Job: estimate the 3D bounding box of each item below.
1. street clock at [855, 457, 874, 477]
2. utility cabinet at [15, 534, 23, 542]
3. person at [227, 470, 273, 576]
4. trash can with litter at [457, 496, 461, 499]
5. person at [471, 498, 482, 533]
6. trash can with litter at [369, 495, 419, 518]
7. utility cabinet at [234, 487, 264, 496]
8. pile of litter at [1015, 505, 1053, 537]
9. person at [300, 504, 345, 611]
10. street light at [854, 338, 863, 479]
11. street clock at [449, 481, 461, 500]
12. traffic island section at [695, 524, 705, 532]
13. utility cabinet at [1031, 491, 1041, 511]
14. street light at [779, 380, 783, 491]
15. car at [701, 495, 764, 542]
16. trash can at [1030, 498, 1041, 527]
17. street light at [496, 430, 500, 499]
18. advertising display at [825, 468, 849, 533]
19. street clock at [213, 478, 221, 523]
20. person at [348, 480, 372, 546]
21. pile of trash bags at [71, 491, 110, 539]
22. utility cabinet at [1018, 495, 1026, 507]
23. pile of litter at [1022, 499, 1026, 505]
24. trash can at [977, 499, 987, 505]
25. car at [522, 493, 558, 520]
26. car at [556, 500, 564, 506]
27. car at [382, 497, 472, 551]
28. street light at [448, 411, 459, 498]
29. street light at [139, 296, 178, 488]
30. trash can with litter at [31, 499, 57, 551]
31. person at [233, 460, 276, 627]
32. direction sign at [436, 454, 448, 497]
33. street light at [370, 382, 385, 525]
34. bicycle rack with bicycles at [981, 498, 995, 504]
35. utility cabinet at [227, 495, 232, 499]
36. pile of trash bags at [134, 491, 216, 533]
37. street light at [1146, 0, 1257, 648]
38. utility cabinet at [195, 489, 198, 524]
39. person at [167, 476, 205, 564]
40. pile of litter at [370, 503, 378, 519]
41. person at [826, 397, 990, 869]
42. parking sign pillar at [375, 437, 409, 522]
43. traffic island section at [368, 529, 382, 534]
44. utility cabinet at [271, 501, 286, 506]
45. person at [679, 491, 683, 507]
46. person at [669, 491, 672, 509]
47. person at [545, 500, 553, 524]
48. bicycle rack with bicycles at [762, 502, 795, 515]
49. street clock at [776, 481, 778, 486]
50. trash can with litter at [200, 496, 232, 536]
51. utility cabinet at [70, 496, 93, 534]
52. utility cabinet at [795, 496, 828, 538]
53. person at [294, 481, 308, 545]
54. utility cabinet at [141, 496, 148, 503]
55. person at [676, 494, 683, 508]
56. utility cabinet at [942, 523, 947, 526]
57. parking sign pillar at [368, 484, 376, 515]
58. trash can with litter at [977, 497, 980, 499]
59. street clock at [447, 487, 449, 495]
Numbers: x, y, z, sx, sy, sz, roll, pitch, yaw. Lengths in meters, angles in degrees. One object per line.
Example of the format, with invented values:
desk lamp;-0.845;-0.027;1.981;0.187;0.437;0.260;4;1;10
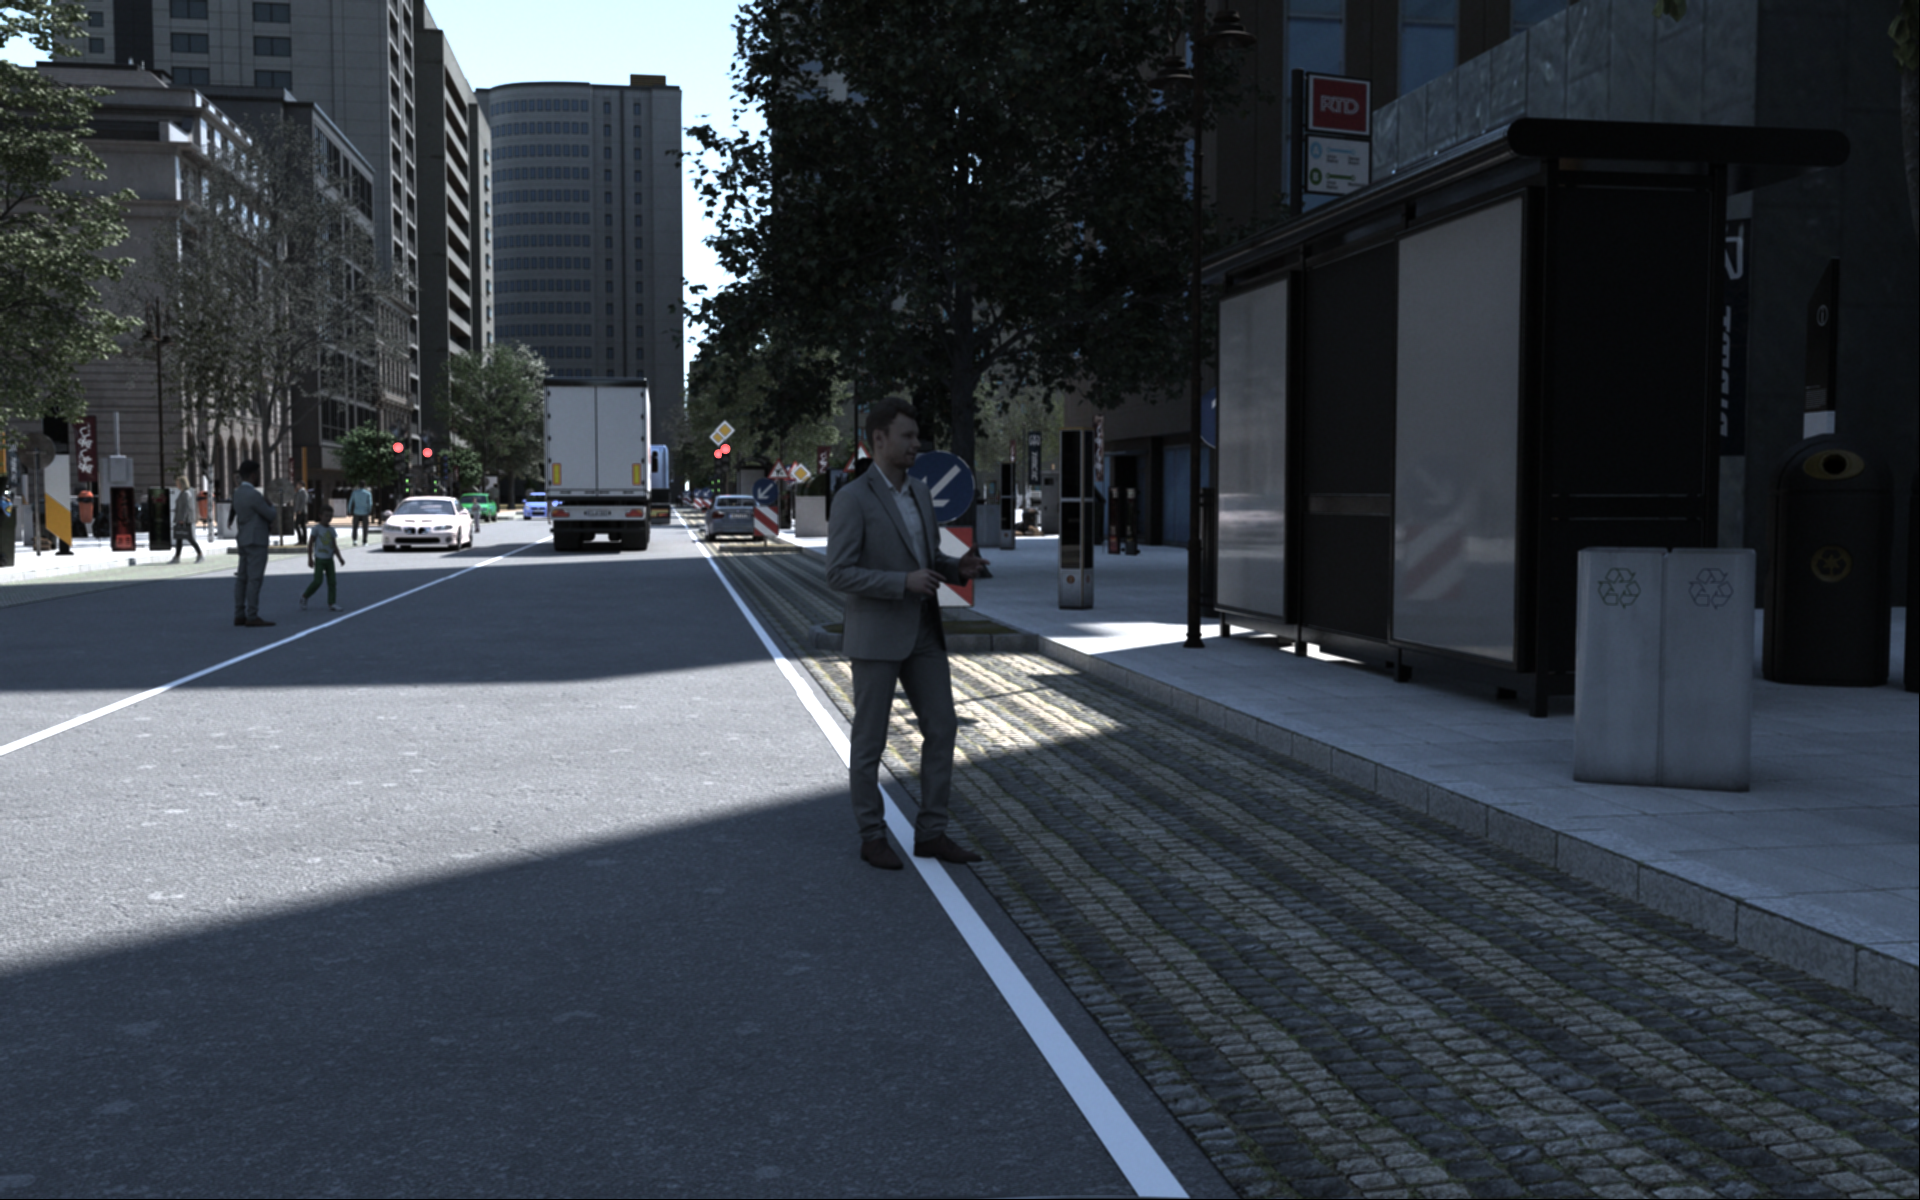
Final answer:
street clock;-1.838;-1.823;34.381;0.471;2.002;0.358;0;4;4
utility cabinet;-25.807;-2.166;46.569;1.020;1.237;0.306;-2;4;-29
person;-12.325;-1.317;29.812;0.659;1.850;0.755;1;4;19
trash can with litter;-32.502;-6.216;113.024;0.624;1.170;1.055;-1;4;-21
person;-17.970;-3.155;64.360;0.425;1.301;0.394;0;4;-2
trash can with litter;-30.697;-5.027;93.244;2.233;1.210;1.678;1;4;8
utility cabinet;-23.456;-2.966;57.176;0.318;1.500;1.173;1;4;13
pile of litter;2.016;-2.367;52.670;1.719;0.858;1.176;3;5;45
person;-7.843;-0.521;21.271;0.590;1.304;0.306;1;4;19
street light;-2.380;-4.094;39.719;0.468;5.910;1.993;-1;4;-10
street clock;-27.821;-5.577;95.748;0.358;2.002;0.471;1;4;19
traffic island section;-10.213;-3.137;73.579;2.009;0.180;2.903;-1;4;-10
utility cabinet;5.781;-7.557;132.235;0.318;1.500;1.173;-3;5;-42
street light;-6.718;-5.643;65.053;0.468;5.910;1.993;-1;4;-10
car;-6.924;-2.521;53.226;2.014;1.417;4.499;-1;4;-10
trash can;3.093;-3.469;68.369;0.748;1.137;0.748;0;3;0
street light;-32.645;-9.146;122.328;0.468;5.910;1.993;-1;4;-10
advertising display;-3.030;-2.302;42.844;0.123;1.923;0.974;2;4;25
street clock;-33.438;-4.490;77.975;0.358;2.002;0.471;-1;4;-21
person;-16.584;-2.406;47.855;0.660;1.820;0.620;-1;4;-12
pile of trash bags;-25.697;-2.533;51.161;1.912;1.369;3.447;-2;4;-24
utility cabinet;5.519;-8.502;150.175;1.020;1.237;0.306;0;4;6
pile of litter;5.276;-8.113;146.606;1.176;0.858;1.719;-1;4;-17
trash can;0.373;-2.173;47.179;0.748;1.137;0.748;0;3;0
car;-23.551;-5.358;97.198;1.945;1.707;3.694;-1;4;-10
car;-24.406;-5.942;106.743;1.945;1.707;3.694;-1;4;-11
car;-13.748;-1.987;44.857;2.083;1.381;4.827;-1;4;-10
street light;-28.320;-7.597;96.991;0.468;5.910;1.993;-1;4;-10
street light;-18.709;-4.144;40.549;0.468;5.910;1.993;-1;4;-10
trash can with litter;-20.767;-1.712;39.375;0.624;1.170;1.055;-1;4;-23
person;-7.657;-0.623;18.871;0.511;1.800;0.466;2;4;29
direction sign;-29.569;-6.537;98.885;0.379;3.537;0.876;2;4;29
street light;-23.959;-6.028;71.347;0.468;5.910;1.993;-1;4;-10
bicycle rack with bicycles;3.139;-8.375;150.312;2.852;0.926;2.925;0;4;-7
utility cabinet;-34.261;-4.347;82.228;0.306;1.237;1.020;2;4;27
pile of trash bags;-26.847;-2.968;58.274;3.447;1.369;1.912;-3;5;-39
street light;1.960;-2.541;14.331;0.468;5.910;1.993;-1;4;-10
utility cabinet;-33.265;-3.998;74.044;1.173;1.500;0.318;-2;4;-33
person;-15.869;-1.640;35.496;0.728;1.800;0.709;-2;4;-32
pile of litter;-29.617;-4.582;88.880;1.176;0.858;1.719;-2;4;-30
person;-0.188;0.126;6.632;0.583;1.804;0.606;2;4;35
parking sign pillar;-26.611;-5.689;81.485;1.447;3.967;1.447;-1;4;-20
traffic island section;-20.584;-2.534;63.710;2.009;0.180;2.903;-1;4;-10
utility cabinet;-23.749;-2.965;59.633;1.020;1.237;0.306;0;3;0
person;-28.713;-10.339;178.093;0.434;1.755;0.990;0;4;5
person;-28.579;-9.861;170.518;0.721;1.735;1.217;-1;4;-22
person;-19.502;-4.510;82.573;0.599;1.781;0.374;3;5;39
bicycle rack with bicycles;-8.340;-4.017;79.062;2.852;0.926;2.925;-1;4;-15
street clock;-9.138;-5.136;88.544;0.471;2.002;0.358;-1;4;-21
trash can with litter;-22.186;-2.587;53.353;2.233;1.210;1.678;-1;4;-22
utility cabinet;-28.230;-2.695;55.226;1.020;1.237;0.306;-3;5;-43
utility cabinet;-4.370;-2.453;51.265;1.020;1.237;0.306;0;4;-4
person;-18.399;-2.423;48.295;0.473;1.802;0.592;0;4;-5
utility cabinet;-34.753;-3.862;74.301;1.020;1.237;0.306;3;4;39
person;-28.534;-10.058;176.139;0.628;1.438;0.799;2;4;30
utility cabinet;-0.371;-2.013;41.590;0.318;1.500;1.173;3;5;43
parking sign pillar;-35.705;-7.129;105.035;1.447;3.967;1.447;-1;4;-12
trash can with litter;0.648;-6.256;113.337;2.233;1.210;1.678;0;4;6
street clock;-39.870;-7.990;135.214;0.358;2.002;0.471;0;4;5
